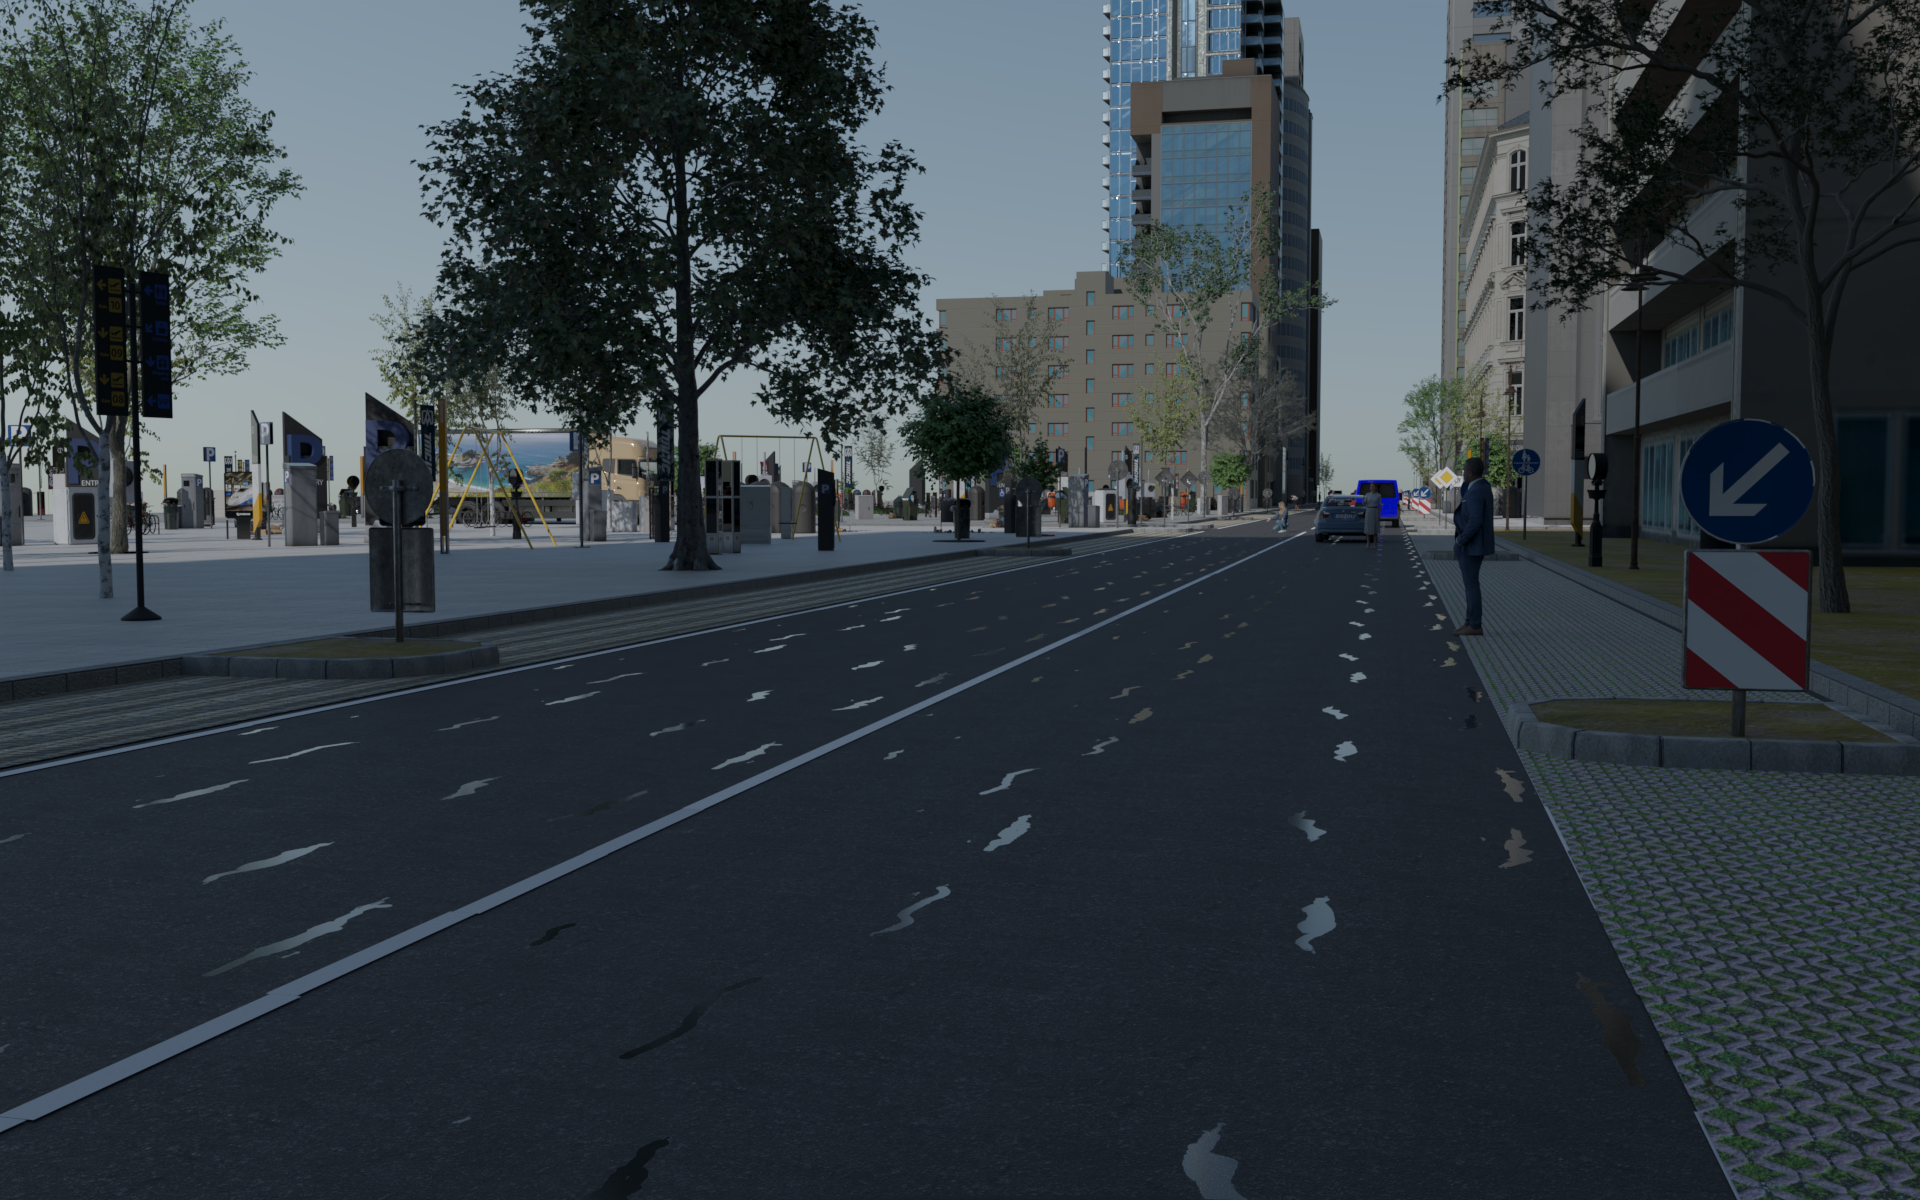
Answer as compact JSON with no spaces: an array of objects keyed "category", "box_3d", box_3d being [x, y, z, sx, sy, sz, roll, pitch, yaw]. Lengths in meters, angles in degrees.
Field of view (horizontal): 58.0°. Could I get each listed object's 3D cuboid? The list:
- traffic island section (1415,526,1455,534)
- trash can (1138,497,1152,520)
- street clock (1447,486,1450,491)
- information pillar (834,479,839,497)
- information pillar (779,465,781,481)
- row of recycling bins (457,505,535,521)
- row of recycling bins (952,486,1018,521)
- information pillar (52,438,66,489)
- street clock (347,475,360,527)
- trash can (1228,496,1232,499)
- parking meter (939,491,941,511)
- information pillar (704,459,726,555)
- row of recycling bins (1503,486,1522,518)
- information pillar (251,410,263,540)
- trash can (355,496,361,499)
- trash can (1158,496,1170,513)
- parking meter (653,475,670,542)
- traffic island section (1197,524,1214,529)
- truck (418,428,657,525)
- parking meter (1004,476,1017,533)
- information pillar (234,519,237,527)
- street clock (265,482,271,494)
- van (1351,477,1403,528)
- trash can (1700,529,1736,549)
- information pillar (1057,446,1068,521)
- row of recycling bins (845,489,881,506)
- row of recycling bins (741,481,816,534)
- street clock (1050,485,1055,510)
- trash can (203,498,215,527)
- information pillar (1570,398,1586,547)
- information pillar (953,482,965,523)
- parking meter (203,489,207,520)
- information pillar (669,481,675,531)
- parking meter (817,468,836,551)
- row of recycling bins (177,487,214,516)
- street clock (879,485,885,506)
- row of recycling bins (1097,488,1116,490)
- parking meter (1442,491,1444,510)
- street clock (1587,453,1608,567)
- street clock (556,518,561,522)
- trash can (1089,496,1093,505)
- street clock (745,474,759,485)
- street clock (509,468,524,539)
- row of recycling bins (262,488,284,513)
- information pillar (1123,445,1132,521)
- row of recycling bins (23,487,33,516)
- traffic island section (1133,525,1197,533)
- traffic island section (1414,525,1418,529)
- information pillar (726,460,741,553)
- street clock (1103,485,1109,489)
[{"category":"traffic island section","box_3d":[17.615,-2.474,62.724,2.009,0.180,2.903,1,4,14]},{"category":"trash can","box_3d":[9.014,-4.447,84.361,0.748,1.137,0.748,0,3,0]},{"category":"street clock","box_3d":[35.375,-7.398,125.534,0.358,2.002,0.471,0,4,-5]},{"category":"information pillar","box_3d":[-6.093,-4.879,84.267,0.304,2.012,0.304,1,4,19]},{"category":"information pillar","box_3d":[-14.668,-9.085,139.894,0.504,3.616,0.183,1,4,20]},{"category":"row of recycling bins","box_3d":[-21.746,-4.529,81.155,3.534,1.692,1.069,-1,4,-11]},{"category":"row of recycling bins","box_3d":[1.255,-4.702,83.989,3.534,1.692,1.069,2,4,23]},{"category":"information pillar","box_3d":[-36.906,-4.872,71.006,0.504,3.616,0.183,0,4,-5]},{"category":"street clock","box_3d":[-23.434,-3.814,66.934,0.471,2.002,0.358,-1,4,-23]},{"category":"trash can","box_3d":[18.536,-6.605,119.650,0.748,1.137,0.748,0,3,0]},{"category":"parking meter","box_3d":[-1.375,-7.386,129.176,0.372,1.533,0.369,0,3,0]},{"category":"information pillar","box_3d":[-5.207,-1.964,36.606,0.304,2.012,0.304,1,4,10]},{"category":"row of recycling bins","box_3d":[30.399,-5.186,91.902,3.534,1.692,1.069,-1,4,-22]},{"category":"information pillar","box_3d":[-19.534,-3.470,48.090,0.183,3.616,0.504,-3,5,-41]},{"category":"trash can","box_3d":[-39.816,-6.311,114.835,0.748,1.137,0.748,0,3,0]},{"category":"trash can","box_3d":[13.124,-6.107,111.497,0.748,1.137,0.748,0,3,0]},{"category":"parking meter","box_3d":[-7.953,-2.473,46.144,0.255,1.863,0.399,3,4,38]},{"category":"traffic island section","box_3d":[9.596,-3.098,72.934,2.009,0.180,2.903,1,4,14]},{"category":"truck","box_3d":[-17.816,-5.270,75.084,11.283,4.237,2.839,1,4,14]},{"category":"parking meter","box_3d":[1.653,-3.111,56.579,0.255,1.863,0.399,-3,5,-43]},{"category":"information pillar","box_3d":[-27.787,-3.806,66.725,0.304,2.012,0.304,-1,4,-9]},{"category":"street clock","box_3d":[-41.136,-6.018,102.957,0.358,2.002,0.471,-2,4,-29]},{"category":"van","box_3d":[18.123,-4.337,75.300,2.240,2.365,5.245,1,4,13]},{"category":"trash can","box_3d":[11.110,-0.831,25.241,0.748,1.137,0.748,0,3,0]},{"category":"information pillar","box_3d":[4.962,-5.644,83.628,0.504,3.616,0.183,0,4,7]},{"category":"row of recycling bins","box_3d":[-8.726,-8.963,153.661,3.534,1.692,1.069,-1,4,-22]},{"category":"row of recycling bins","box_3d":[-6.250,-3.056,57.080,3.534,1.692,1.069,2,4,32]},{"category":"street clock","box_3d":[7.388,-8.255,139.540,0.471,2.002,0.358,-1,4,-19]},{"category":"trash can","box_3d":[-29.660,-3.456,68.159,0.748,1.137,0.748,0,3,0]},{"category":"information pillar","box_3d":[15.055,-3.109,42.181,0.504,3.616,0.183,-3,5,-42]},{"category":"information pillar","box_3d":[-0.053,-5.155,75.631,0.504,3.616,0.183,0,4,-7]},{"category":"parking meter","box_3d":[-37.223,-4.688,85.053,0.372,1.533,0.369,0,3,0]},{"category":"information pillar","box_3d":[-10.247,-3.453,60.944,0.304,2.012,0.304,1,4,19]},{"category":"parking meter","box_3d":[-3.015,-2.049,39.215,0.399,1.863,0.255,0,4,4]},{"category":"row of recycling bins","box_3d":[-46.251,-5.971,104.736,3.534,1.692,1.069,3,5,39]},{"category":"street clock","box_3d":[-6.497,-8.505,143.632,0.471,2.002,0.358,1,4,13]},{"category":"row of recycling bins","box_3d":[10.673,-7.209,124.987,1.069,1.692,3.534,2,4,24]},{"category":"parking meter","box_3d":[37.938,-7.781,135.627,0.372,1.533,0.369,0,3,0]},{"category":"street clock","box_3d":[11.222,-1.588,30.531,0.358,2.002,0.471,0,4,2]},{"category":"street clock","box_3d":[-18.761,-4.673,80.965,0.358,2.002,0.471,0,4,3]},{"category":"trash can","box_3d":[8.999,-6.751,122.032,0.748,1.137,0.748,0,3,0]},{"category":"street clock","box_3d":[-7.697,-3.640,64.092,0.471,2.002,0.358,-3,4,-36]},{"category":"street clock","box_3d":[-12.560,-2.721,49.057,0.358,2.002,0.471,-3,5,-43]},{"category":"row of recycling bins","box_3d":[-47.770,-6.931,120.438,3.534,1.692,1.069,-1,4,-9]},{"category":"information pillar","box_3d":[8.084,-5.626,83.332,0.183,3.616,0.504,-2,4,-32]},{"category":"row of recycling bins","box_3d":[-55.110,-5.695,100.225,1.069,1.692,3.534,1,4,8]},{"category":"traffic island section","box_3d":[7.675,-2.624,65.183,2.009,0.180,2.903,1,4,14]},{"category":"traffic island section","box_3d":[19.536,-2.948,70.475,2.009,0.180,2.903,1,4,14]},{"category":"information pillar","box_3d":[-4.954,-2.020,37.521,0.304,2.012,0.304,2,4,28]},{"category":"street clock","box_3d":[11.111,-7.787,131.887,0.471,2.002,0.358,1,4,13]}]
